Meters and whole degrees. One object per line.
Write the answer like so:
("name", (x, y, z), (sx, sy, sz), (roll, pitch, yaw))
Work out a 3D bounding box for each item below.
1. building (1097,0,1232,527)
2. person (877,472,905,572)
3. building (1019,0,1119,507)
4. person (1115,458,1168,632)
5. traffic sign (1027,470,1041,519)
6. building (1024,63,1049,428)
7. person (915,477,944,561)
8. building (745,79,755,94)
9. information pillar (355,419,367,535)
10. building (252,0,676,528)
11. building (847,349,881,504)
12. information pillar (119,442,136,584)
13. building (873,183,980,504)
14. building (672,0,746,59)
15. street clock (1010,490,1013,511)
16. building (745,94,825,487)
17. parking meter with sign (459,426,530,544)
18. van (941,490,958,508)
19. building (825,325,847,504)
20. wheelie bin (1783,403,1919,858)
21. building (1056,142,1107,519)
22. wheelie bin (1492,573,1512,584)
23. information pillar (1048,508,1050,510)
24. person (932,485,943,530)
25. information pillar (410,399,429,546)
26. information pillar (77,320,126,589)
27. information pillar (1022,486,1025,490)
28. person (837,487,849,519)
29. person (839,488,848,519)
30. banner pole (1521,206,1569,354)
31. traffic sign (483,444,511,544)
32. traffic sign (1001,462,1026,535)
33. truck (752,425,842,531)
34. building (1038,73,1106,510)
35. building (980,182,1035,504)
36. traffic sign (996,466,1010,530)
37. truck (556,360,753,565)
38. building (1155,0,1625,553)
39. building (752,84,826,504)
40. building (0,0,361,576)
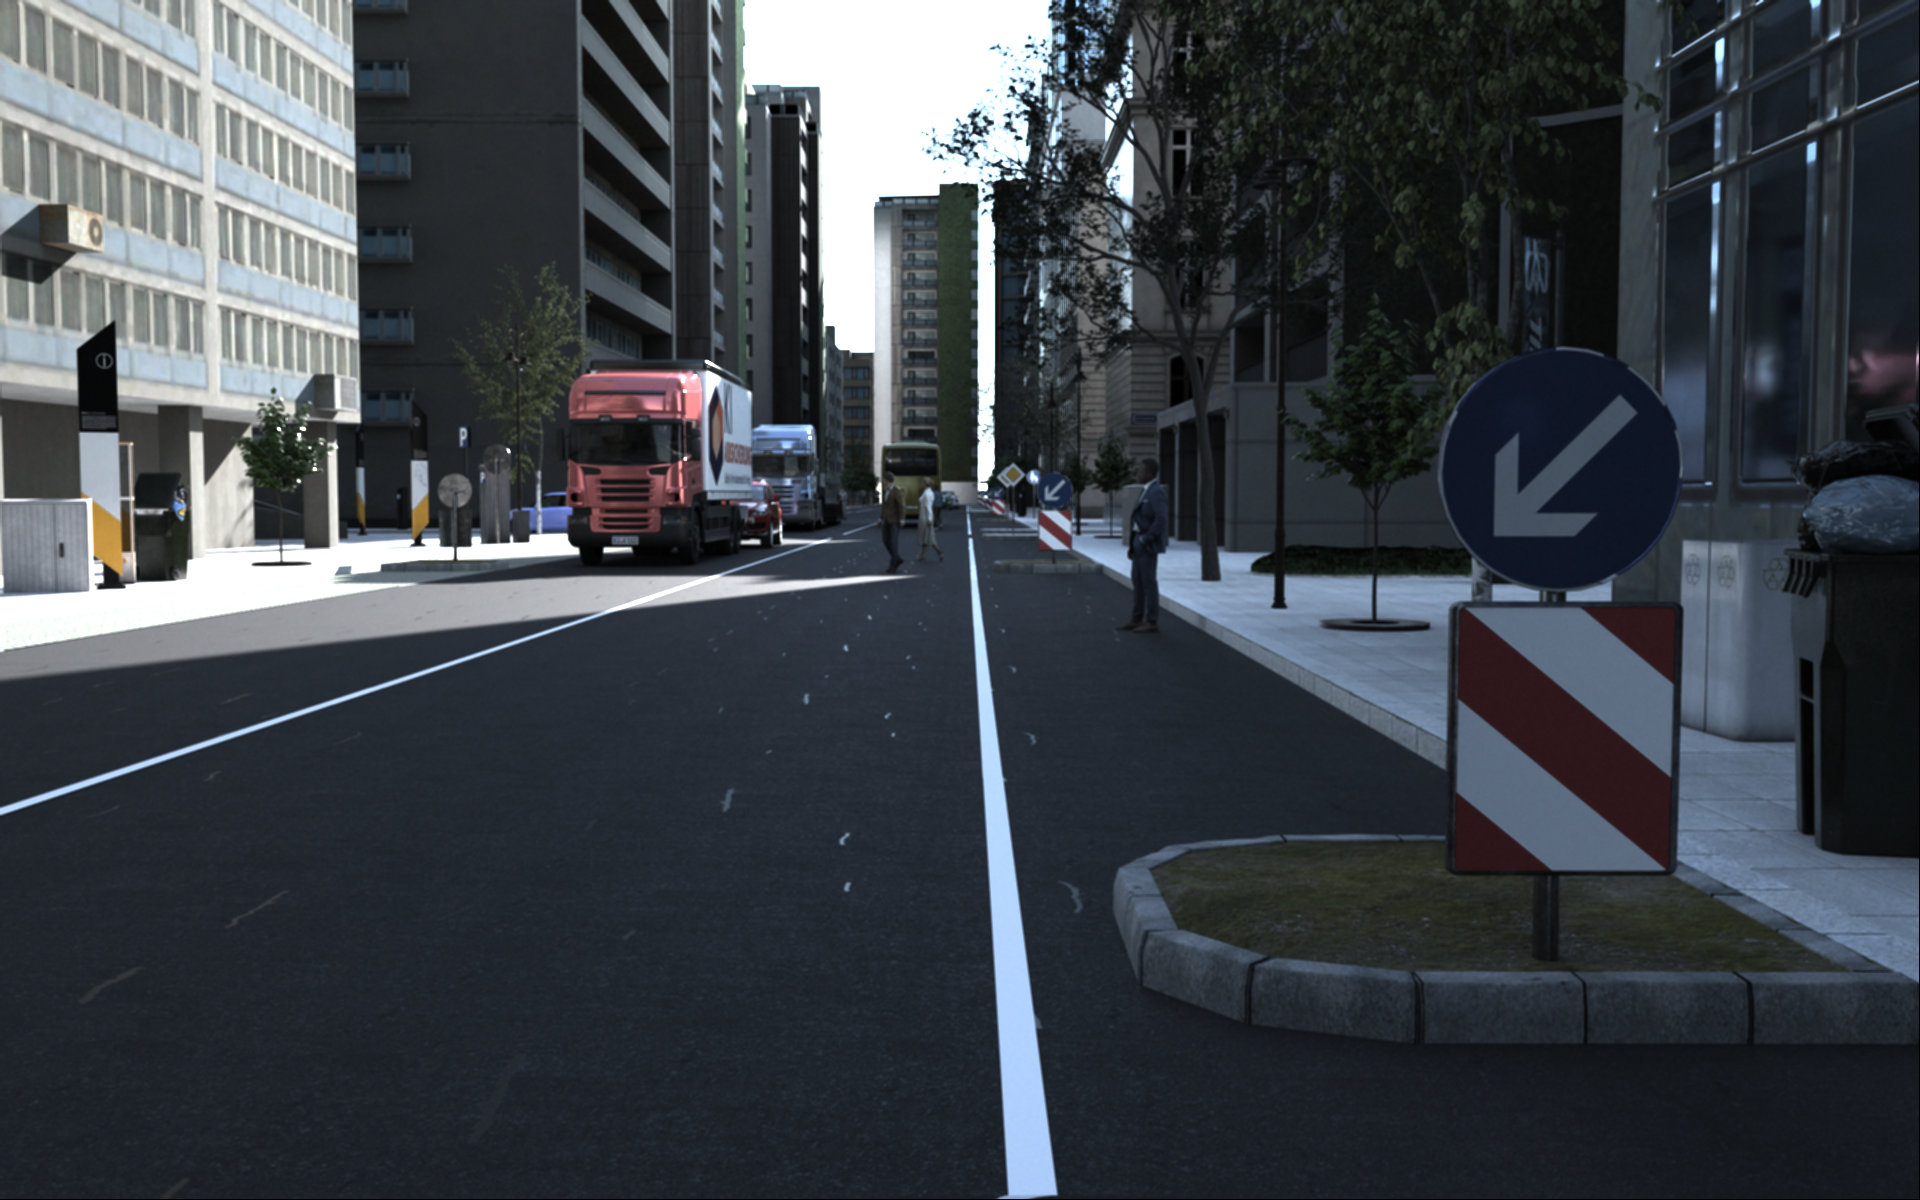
("building", (23.312, -15.340, 69.889), (34.723, 24.649, 14.460), (0, 4, 0))
("person", (-1.272, -1.449, 32.099), (0.656, 1.842, 0.836), (1, 4, 19))
("building", (17.182, -52.034, 163.428), (22.319, 86.520, 31.000), (0, 4, 0))
("person", (1.943, -0.573, 18.044), (0.419, 1.800, 0.721), (-1, 4, -17))
("traffic sign", (3.851, -5.499, 90.013), (0.768, 2.556, 0.104), (0, 4, 3))
("building", (18.681, -35.239, 195.773), (23.786, 49.044, 30.456), (0, 4, 0))
("person", (-0.644, -1.727, 36.958), (0.641, 1.798, 0.478), (1, 4, 23))
("building", (-29.925, -27.972, 149.223), (32.217, 40.220, 23.993), (0, 4, 0))
("information pillar", (-18.633, -3.821, 53.820), (0.183, 3.616, 0.504), (0, 4, 0))
("building", (-24.652, -27.516, 73.594), (21.300, 48.544, 21.600), (0, 4, 0))
("building", (-25.881, -23.911, 235.979), (28.899, 21.520, 27.650), (0, 4, 0))
("information pillar", (-11.940, -1.235, 24.680), (0.304, 2.012, 0.304), (-1, 4, -21))
("building", (-4.407, -33.418, 229.976), (14.086, 41.232, 14.154), (0, 4, 0))
("building", (-20.882, -25.831, 105.933), (14.154, 41.232, 14.086), (0, 4, 0))
("street clock", (3.926, -7.715, 130.713), (0.471, 2.002, 0.358), (0, 4, 6))
("building", (-17.675, -21.835, 128.711), (14.160, 30.474, 14.107), (0, 4, 0))
("parking meter with sign", (-12.101, -2.989, 45.125), (1.738, 3.016, 0.543), (-3, 5, -41))
("van", (-1.269, -10.493, 178.565), (2.013, 2.044, 4.112), (0, 4, 2))
("building", (-28.760, -21.652, 199.046), (28.899, 21.520, 27.650), (0, 4, 0))
("wheelie bin", (3.381, 0.099, 6.293), (0.693, 1.594, 0.980), (1, 4, 14))
("building", (10.710, -15.216, 97.933), (9.793, 20.994, 18.267), (0, 4, 0))
("wheelie bin", (7.742, -1.040, 24.911), (0.693, 1.594, 0.980), (0, 4, 7))
("information pillar", (4.108, -4.406, 76.534), (0.304, 2.012, 0.304), (2, 4, 30))
("person", (-0.897, -3.680, 69.016), (0.601, 1.785, 0.444), (-2, 4, -34))
("information pillar", (-13.361, -3.145, 42.784), (0.183, 3.616, 0.504), (2, 4, 30))
("information pillar", (-11.557, -1.954, 23.295), (0.504, 3.616, 0.183), (-2, 4, -32))
("information pillar", (4.828, -8.612, 132.159), (0.183, 3.616, 0.504), (1, 4, 16))
("person", (-6.810, -5.578, 99.483), (0.659, 1.850, 0.755), (2, 4, 29))
("person", (-6.643, -5.464, 98.044), (0.583, 1.804, 0.606), (-2, 4, -33))
("banner pole", (5.062, -1.530, 15.030), (0.863, 3.779, 0.401), (-3, 5, -42))
("traffic sign", (-11.831, -2.699, 44.241), (0.768, 2.556, 0.104), (1, 4, 10))
("traffic sign", (1.674, -3.107, 54.447), (0.795, 2.450, 0.064), (0, 4, 0))
("truck", (-6.810, -5.106, 73.246), (2.967, 4.110, 18.799), (0, 4, 0))
("building", (11.658, -21.094, 122.376), (11.434, 29.767, 29.804), (0, 4, 0))
("building", (17.083, -35.381, 233.101), (28.867, 44.769, 22.147), (0, 4, 0))
("traffic sign", (1.702, -3.596, 62.432), (0.795, 2.450, 0.064), (0, 4, 0))
("truck", (-6.494, -3.031, 38.466), (2.839, 4.237, 11.283), (0, 3, 0))
("building", (16.138, -36.823, 40.316), (20.563, 71.187, 20.611), (0, 4, 0))
("building", (-20.669, -29.664, 168.593), (14.154, 41.232, 14.086), (0, 4, 0))
("building", (-26.135, -20.966, 34.671), (23.993, 40.220, 32.217), (0, 4, 0))
